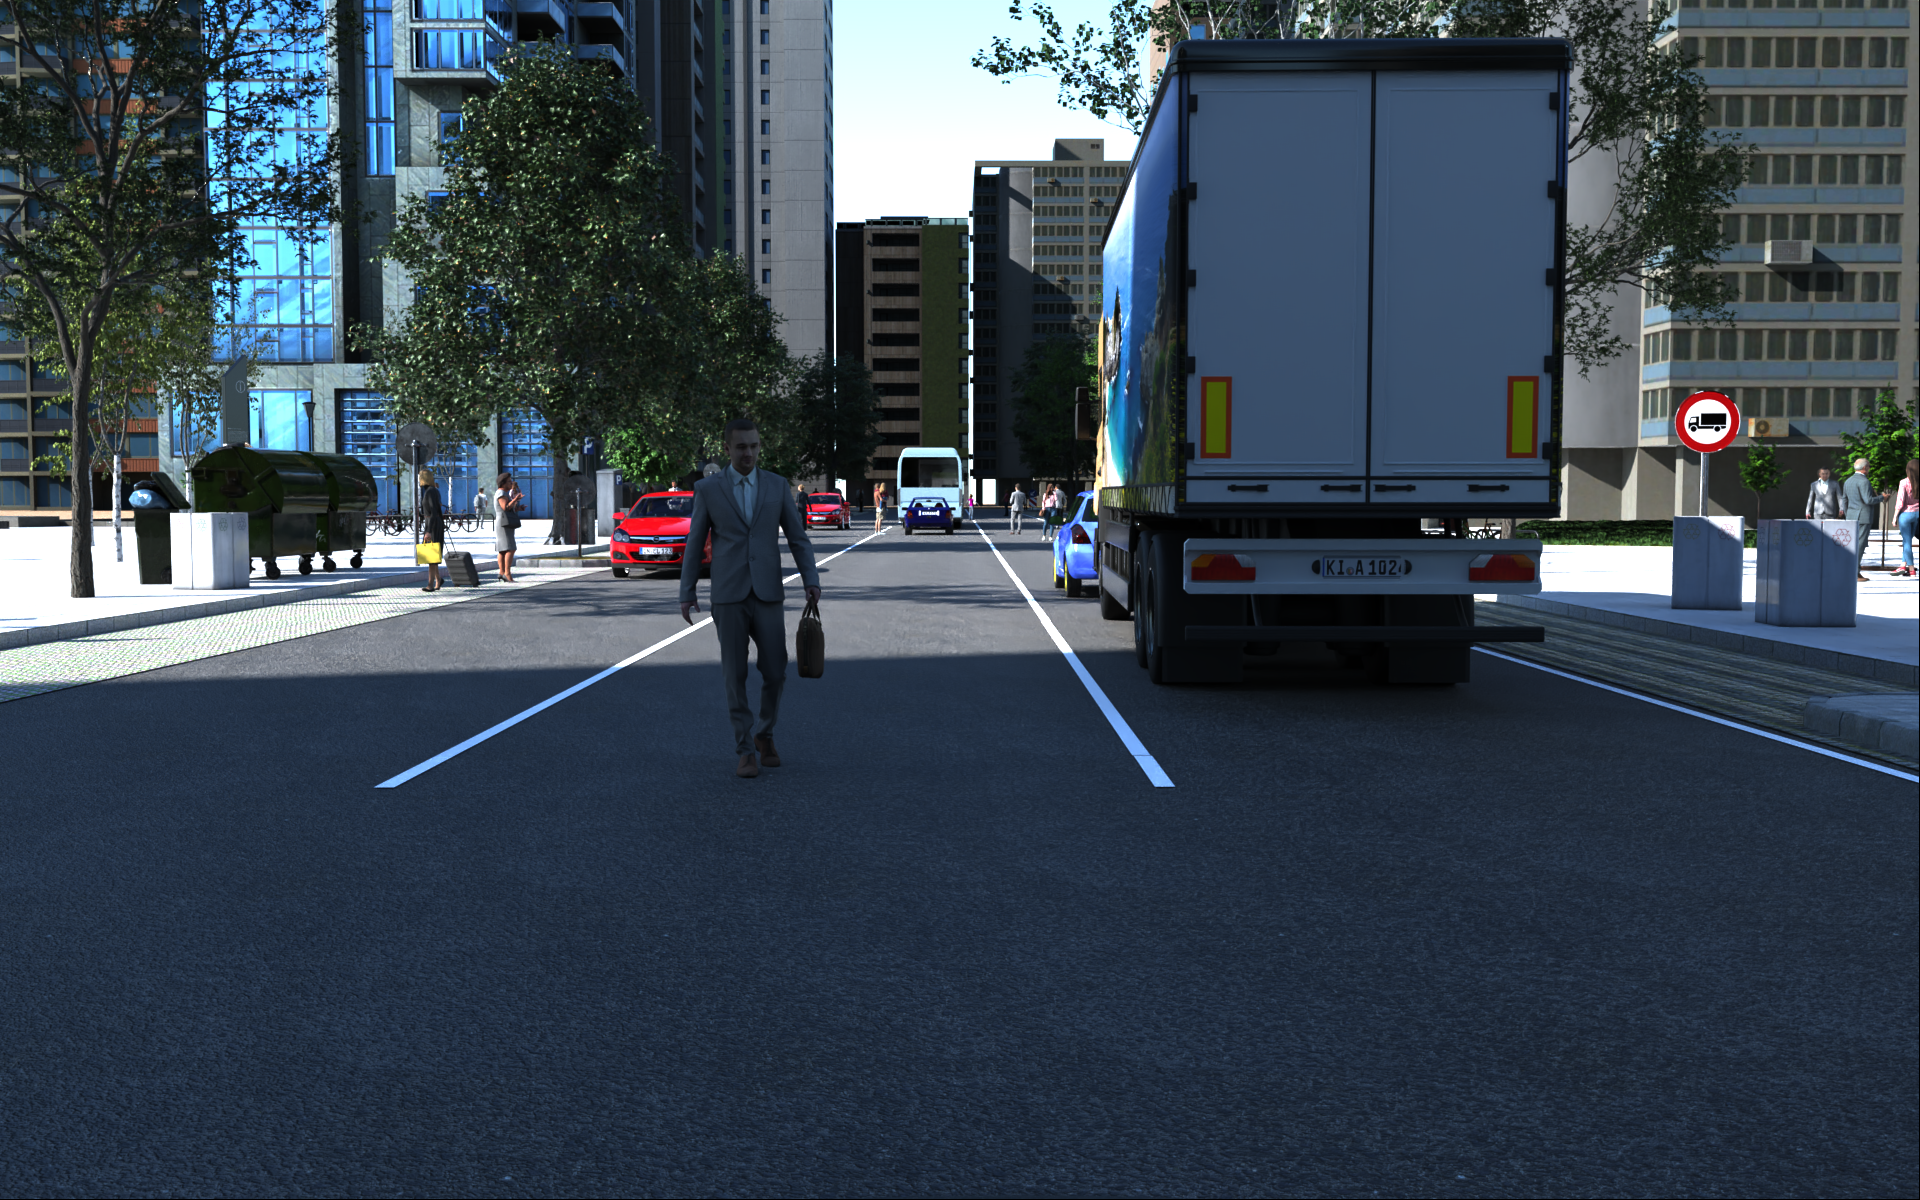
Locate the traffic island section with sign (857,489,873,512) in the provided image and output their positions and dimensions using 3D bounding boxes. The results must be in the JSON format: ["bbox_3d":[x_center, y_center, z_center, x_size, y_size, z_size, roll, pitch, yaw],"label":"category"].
[{"bbox_3d":[-7.945,-7.938,138.418,1.989,1.847,2.006,0,4,0],"label":"traffic island section with sign"}]

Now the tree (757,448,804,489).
[{"bbox_3d":[-10.982,-7.271,102.586,4.285,4.588,4.351,0,3,0],"label":"tree"}]

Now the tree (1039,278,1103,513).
[{"bbox_3d":[9.283,-9.342,78.493,9.928,11.665,9.643,0,3,0],"label":"tree"}]

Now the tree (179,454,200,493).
[{"bbox_3d":[-36.508,-5.403,82.936,1.663,3.219,1.824,0,3,0],"label":"tree"}]

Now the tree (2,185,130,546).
[{"bbox_3d":[-21.141,-5.629,42.400,4.360,8.622,3.978,0,3,0],"label":"tree"}]

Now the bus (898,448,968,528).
[{"bbox_3d":[-1.149,-4.926,75.396,2.948,3.499,13.247,0,4,0],"label":"bus"}]

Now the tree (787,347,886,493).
[{"bbox_3d":[-11.074,-15.004,151.977,9.857,13.997,8.962,0,3,0],"label":"tree"}]

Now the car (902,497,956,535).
[{"bbox_3d":[-1.114,-3.021,61.977,1.945,1.354,3.894,0,4,-1],"label":"car"}]

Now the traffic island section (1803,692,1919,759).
[{"bbox_3d":[6.164,0.767,9.741,2.009,0.180,2.903,0,4,0],"label":"traffic island section"}]

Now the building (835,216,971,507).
[{"bbox_3d":[-5.969,-25.151,182.921,14.107,30.474,14.160,0,4,0],"label":"building"}]

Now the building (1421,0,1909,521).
[{"bbox_3d":[32.776,-25.072,101.807,32.217,40.220,23.993,0,4,0],"label":"building"}]

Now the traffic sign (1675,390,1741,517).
[{"bbox_3d":[9.190,-1.301,21.375,0.768,2.556,0.104,1,4,8],"label":"traffic sign"}]

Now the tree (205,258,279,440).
[{"bbox_3d":[-21.128,-5.964,47.868,4.360,8.622,3.978,0,3,0],"label":"tree"}]

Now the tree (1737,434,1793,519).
[{"bbox_3d":[25.673,-3.712,55.294,1.663,3.219,1.824,0,3,0],"label":"tree"}]

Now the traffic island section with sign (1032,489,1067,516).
[{"bbox_3d":[5.856,-6.306,111.726,1.989,1.847,2.006,0,4,0],"label":"traffic island section with sign"}]

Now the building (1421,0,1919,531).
[{"bbox_3d":[31.103,-23.182,70.903,32.217,40.220,23.993,0,4,0],"label":"building"}]

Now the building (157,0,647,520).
[{"bbox_3d":[-30.101,-48.078,98.745,22.319,86.520,31.000,0,4,0],"label":"building"}]

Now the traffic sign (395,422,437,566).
[{"bbox_3d":[-9.668,-1.877,30.789,0.768,2.556,0.104,0,4,6],"label":"traffic sign"}]

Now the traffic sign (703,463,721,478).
[{"bbox_3d":[-10.178,-4.340,71.060,0.768,2.556,0.104,1,4,9],"label":"traffic sign"}]

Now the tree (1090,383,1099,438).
[{"bbox_3d":[9.185,-8.950,96.687,4.360,8.622,3.978,0,3,0],"label":"tree"}]

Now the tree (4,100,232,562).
[{"bbox_3d":[-16.018,-5.043,32.814,4.737,8.622,4.395,0,3,0],"label":"tree"}]

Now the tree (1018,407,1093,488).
[{"bbox_3d":[8.453,-13.662,157.786,7.601,10.594,8.767,-3,4,-39],"label":"tree"}]

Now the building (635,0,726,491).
[{"bbox_3d":[-24.485,-26.853,122.645,14.154,41.232,14.086,0,4,0],"label":"building"}]

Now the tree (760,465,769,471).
[{"bbox_3d":[-11.047,-6.313,97.814,1.663,3.219,1.824,0,3,0],"label":"tree"}]

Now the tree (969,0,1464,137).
[{"bbox_3d":[7.044,-11.749,47.991,12.611,20.169,13.585,0,3,0],"label":"tree"}]

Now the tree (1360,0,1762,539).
[{"bbox_3d":[9.173,-5.713,27.815,7.601,10.594,8.767,-1,4,-22],"label":"tree"}]

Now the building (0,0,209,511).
[{"bbox_3d":[-62.836,-29.734,140.774,28.867,44.769,22.147,0,4,0],"label":"building"}]

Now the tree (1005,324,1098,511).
[{"bbox_3d":[8.128,-13.583,128.734,9.857,13.997,8.962,0,3,0],"label":"tree"}]

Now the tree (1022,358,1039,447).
[{"bbox_3d":[7.868,-11.726,117.477,9.928,11.665,9.643,0,3,0],"label":"tree"}]

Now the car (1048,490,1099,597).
[{"bbox_3d":[2.278,-0.961,25.305,1.945,1.707,3.694,0,4,-1],"label":"car"}]

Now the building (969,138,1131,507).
[{"bbox_3d":[13.053,-30.577,191.807,23.993,40.220,32.217,0,4,0],"label":"building"}]

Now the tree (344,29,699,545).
[{"bbox_3d":[-10.149,-7.734,43.455,9.611,12.733,9.660,0,3,0],"label":"tree"}]

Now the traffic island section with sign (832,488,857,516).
[{"bbox_3d":[-7.867,-6.290,111.463,1.989,1.847,2.006,0,4,0],"label":"traffic island section with sign"}]

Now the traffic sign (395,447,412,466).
[{"bbox_3d":[-10.866,-2.124,34.456,0.795,2.593,0.064,0,4,7],"label":"traffic sign"}]

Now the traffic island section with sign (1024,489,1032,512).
[{"bbox_3d":[5.750,-8.043,140.124,1.989,1.847,2.006,0,4,0],"label":"traffic island section with sign"}]

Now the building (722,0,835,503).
[{"bbox_3d":[-27.787,-39.388,185.987,28.212,58.520,21.231,0,4,0],"label":"building"}]

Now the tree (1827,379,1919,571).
[{"bbox_3d":[15.706,-2.114,29.164,1.663,3.219,1.824,0,3,0],"label":"tree"}]

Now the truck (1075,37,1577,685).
[{"bbox_3d":[2.682,-1.675,16.296,2.839,4.237,11.283,0,4,2],"label":"truck"}]

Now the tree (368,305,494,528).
[{"bbox_3d":[-20.289,-7.018,65.111,4.360,8.622,3.978,0,3,0],"label":"tree"}]

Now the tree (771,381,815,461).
[{"bbox_3d":[-10.899,-9.589,107.139,4.737,8.622,4.395,0,3,0],"label":"tree"}]

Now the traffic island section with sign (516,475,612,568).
[{"bbox_3d":[-7.625,-1.580,34.465,1.989,1.847,2.006,0,4,0],"label":"traffic island section with sign"}]

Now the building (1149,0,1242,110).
[{"bbox_3d":[23.509,-30.290,145.355,14.600,45.320,14.200,0,4,0],"label":"building"}]

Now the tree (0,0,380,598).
[{"bbox_3d":[-10.911,-5.287,20.855,8.767,10.594,7.601,0,4,-3],"label":"tree"}]

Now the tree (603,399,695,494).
[{"bbox_3d":[-10.087,-4.443,56.350,4.285,4.588,4.351,0,3,0],"label":"tree"}]
